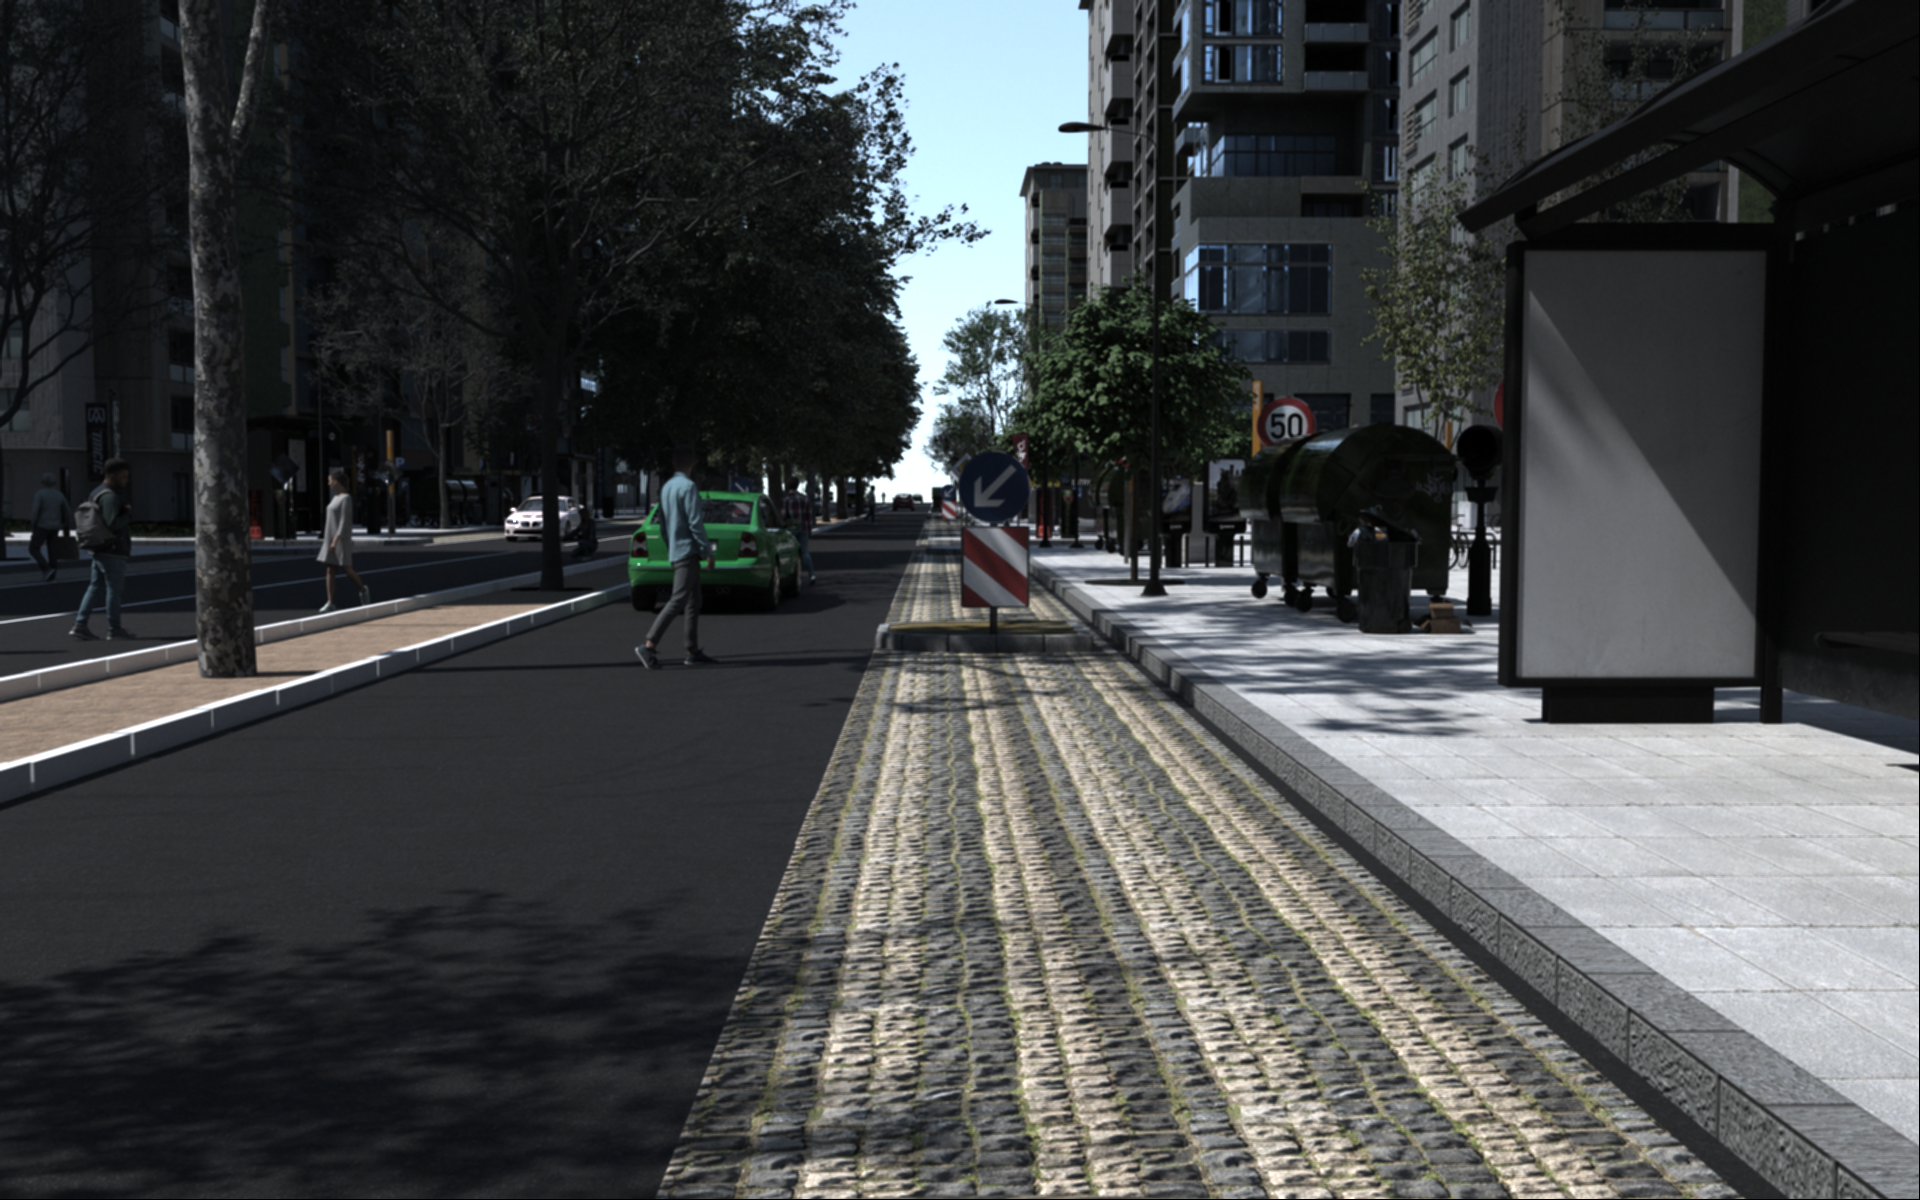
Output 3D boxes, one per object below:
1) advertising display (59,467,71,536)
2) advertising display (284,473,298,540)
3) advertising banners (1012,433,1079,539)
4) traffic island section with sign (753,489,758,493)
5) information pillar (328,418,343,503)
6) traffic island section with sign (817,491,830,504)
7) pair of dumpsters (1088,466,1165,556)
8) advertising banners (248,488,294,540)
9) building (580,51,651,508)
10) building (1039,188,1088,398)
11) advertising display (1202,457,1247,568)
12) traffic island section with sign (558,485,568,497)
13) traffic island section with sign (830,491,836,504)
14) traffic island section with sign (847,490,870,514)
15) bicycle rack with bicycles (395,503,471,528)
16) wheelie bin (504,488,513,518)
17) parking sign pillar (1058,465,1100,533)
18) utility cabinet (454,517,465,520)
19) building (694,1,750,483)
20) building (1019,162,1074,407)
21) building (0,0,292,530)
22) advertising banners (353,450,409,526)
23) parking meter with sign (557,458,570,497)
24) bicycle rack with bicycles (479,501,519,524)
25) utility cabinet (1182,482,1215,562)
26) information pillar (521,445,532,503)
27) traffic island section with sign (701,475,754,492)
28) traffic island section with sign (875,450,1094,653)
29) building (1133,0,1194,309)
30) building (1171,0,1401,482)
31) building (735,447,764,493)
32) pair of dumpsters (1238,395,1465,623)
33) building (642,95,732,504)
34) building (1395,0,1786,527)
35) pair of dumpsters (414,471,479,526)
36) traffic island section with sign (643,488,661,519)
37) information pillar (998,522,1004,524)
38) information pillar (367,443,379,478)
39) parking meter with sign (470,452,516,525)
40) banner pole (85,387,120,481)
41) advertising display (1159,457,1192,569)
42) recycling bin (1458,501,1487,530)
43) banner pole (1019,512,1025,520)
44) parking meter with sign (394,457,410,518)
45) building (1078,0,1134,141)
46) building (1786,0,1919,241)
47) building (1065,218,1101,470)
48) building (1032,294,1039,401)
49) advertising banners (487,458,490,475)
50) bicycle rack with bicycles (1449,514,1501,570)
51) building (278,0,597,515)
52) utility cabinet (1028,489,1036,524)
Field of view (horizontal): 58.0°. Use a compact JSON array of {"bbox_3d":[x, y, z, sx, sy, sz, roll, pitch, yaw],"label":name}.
[{"bbox_3d":[-21.195,-2.192,41.047,0.123,1.923,0.974,-1,4,-22],"label":"advertising display"},{"bbox_3d":[-18.957,-2.681,49.054,0.123,1.923,0.974,-2,4,-35],"label":"advertising display"},{"bbox_3d":[2.442,-3.275,49.738,2.074,3.025,0.090,2,4,24],"label":"advertising banners"},{"bbox_3d":[-17.690,-8.602,149.273,1.989,1.847,2.006,0,4,-1],"label":"traffic island section with sign"},{"bbox_3d":[-19.275,-3.801,53.495,0.504,3.616,0.183,1,4,21],"label":"information pillar"},{"bbox_3d":[-18.836,-13.668,232.094,1.989,1.847,2.006,0,4,-1],"label":"traffic island section with sign"},{"bbox_3d":[3.764,-2.160,37.808,1.574,2.255,4.437,0,4,-1],"label":"pair of dumpsters"},{"bbox_3d":[-19.652,-3.188,48.306,2.074,3.025,0.090,0,4,1],"label":"advertising banners"},{"bbox_3d":[-42.015,-52.254,167.021,22.319,86.520,31.000,0,4,-1],"label":"building"},{"bbox_3d":[17.613,-33.654,233.830,14.154,41.232,14.086,0,4,-1],"label":"building"},{"bbox_3d":[4.638,-1.536,30.333,0.974,1.923,0.123,-3,4,-37],"label":"advertising display"},{"bbox_3d":[-16.636,-3.869,71.885,1.989,1.847,2.006,0,4,-1],"label":"traffic island section with sign"},{"bbox_3d":[-19.204,-15.316,259.047,1.989,1.847,2.006,0,4,-1],"label":"traffic island section with sign"},{"bbox_3d":[-7.167,-7.113,124.432,2.006,1.907,1.989,0,4,-1],"label":"traffic island section with sign"},{"bbox_3d":[-20.129,-3.211,65.889,2.925,0.926,2.852,-1,4,-12],"label":"bicycle rack with bicycles"},{"bbox_3d":[-24.240,-5.182,92.630,0.693,1.594,0.980,0,4,2],"label":"wheelie bin"},{"bbox_3d":[3.946,-4.195,57.055,1.447,3.967,1.447,2,4,32],"label":"parking sign pillar"},{"bbox_3d":[-24.736,-4.544,85.454,0.306,1.237,1.020,-3,5,-44],"label":"utility cabinet"},{"bbox_3d":[-42.010,-50.028,256.205,20.563,71.187,20.611,0,4,-1],"label":"building"},{"bbox_3d":[24.151,-41.655,270.302,28.713,52.752,27.495,0,4,-1],"label":"building"},{"bbox_3d":[-35.313,-23.370,65.691,14.154,41.232,14.086,0,4,-1],"label":"building"},{"bbox_3d":[-23.329,-4.501,69.774,2.074,3.025,0.090,-1,4,-14],"label":"advertising banners"},{"bbox_3d":[-19.581,-5.302,82.945,1.738,3.016,0.543,-1,4,-10],"label":"parking meter with sign"},{"bbox_3d":[-20.369,-3.776,75.115,2.852,0.926,2.925,-2,4,-24],"label":"bicycle rack with bicycles"},{"bbox_3d":[4.442,-1.453,32.443,0.318,1.500,1.173,3,5,40],"label":"utility cabinet"},{"bbox_3d":[-20.599,-5.557,82.219,0.504,3.616,0.183,-2,4,-25],"label":"information pillar"},{"bbox_3d":[-6.032,-2.065,41.894,2.006,1.907,1.989,0,4,-1],"label":"traffic island section with sign"},{"bbox_3d":[0.195,-0.481,16.498,1.989,1.847,2.006,0,4,-1],"label":"traffic island section with sign"},{"bbox_3d":[22.850,-42.706,136.490,20.563,71.187,20.611,0,4,-1],"label":"building"},{"bbox_3d":[21.231,-48.337,102.979,22.319,86.520,31.000,0,4,-1],"label":"building"},{"bbox_3d":[-39.017,-36.166,274.902,14.154,41.232,14.086,0,4,-1],"label":"building"},{"bbox_3d":[4.232,-1.021,19.183,1.574,2.255,4.437,0,4,-1],"label":"pair of dumpsters"},{"bbox_3d":[-42.978,-42.215,232.211,21.231,58.520,28.212,0,4,-1],"label":"building"},{"bbox_3d":[26.131,-23.548,68.601,14.086,41.232,14.154,0,4,-1],"label":"building"},{"bbox_3d":[-21.038,-4.190,70.999,1.574,2.255,4.437,0,4,-1],"label":"pair of dumpsters"},{"bbox_3d":[-17.012,-5.533,99.087,1.989,1.847,2.006,0,4,-1],"label":"traffic island section with sign"},{"bbox_3d":[1.681,-4.281,74.489,0.304,2.012,0.304,-3,4,-36],"label":"information pillar"},{"bbox_3d":[-26.710,-5.348,78.787,0.504,3.616,0.183,-2,4,-25],"label":"information pillar"},{"bbox_3d":[-19.208,-4.593,71.360,1.738,3.016,0.543,-2,4,-30],"label":"parking meter with sign"},{"bbox_3d":[-20.683,-3.175,41.922,0.863,3.779,0.401,-2,4,-27],"label":"banner pole"},{"bbox_3d":[3.718,-1.522,30.106,0.123,1.923,0.974,3,5,41],"label":"advertising display"},{"bbox_3d":[18.235,-3.002,61.644,0.722,1.027,0.722,-1,4,-20],"label":"recycling bin"},{"bbox_3d":[2.814,-5.880,86.147,0.863,3.779,0.401,2,4,30],"label":"banner pole"},{"bbox_3d":[-25.952,-5.165,80.708,0.543,3.016,1.738,-2,4,-26],"label":"parking meter with sign"},{"bbox_3d":[26.348,-34.977,161.111,28.713,52.752,27.495,0,4,-1],"label":"building"},{"bbox_3d":[20.910,-13.727,17.939,14.314,27.812,24.014,0,4,-1],"label":"building"},{"bbox_3d":[17.949,-25.159,183.047,14.160,30.474,14.107,0,4,-1],"label":"building"},{"bbox_3d":[17.228,-29.231,249.632,14.160,30.474,14.107,0,4,-1],"label":"building"},{"bbox_3d":[-22.812,-5.409,84.625,0.090,3.025,2.074,0,4,1],"label":"advertising banners"},{"bbox_3d":[7.996,-1.022,30.090,2.852,0.926,2.925,-1,4,-12],"label":"bicycle rack with bicycles"},{"bbox_3d":[-41.771,-29.590,138.418,22.147,44.769,28.867,0,4,-1],"label":"building"},{"bbox_3d":[3.436,-3.981,73.761,1.173,1.500,0.318,3,5,41],"label":"utility cabinet"}]
